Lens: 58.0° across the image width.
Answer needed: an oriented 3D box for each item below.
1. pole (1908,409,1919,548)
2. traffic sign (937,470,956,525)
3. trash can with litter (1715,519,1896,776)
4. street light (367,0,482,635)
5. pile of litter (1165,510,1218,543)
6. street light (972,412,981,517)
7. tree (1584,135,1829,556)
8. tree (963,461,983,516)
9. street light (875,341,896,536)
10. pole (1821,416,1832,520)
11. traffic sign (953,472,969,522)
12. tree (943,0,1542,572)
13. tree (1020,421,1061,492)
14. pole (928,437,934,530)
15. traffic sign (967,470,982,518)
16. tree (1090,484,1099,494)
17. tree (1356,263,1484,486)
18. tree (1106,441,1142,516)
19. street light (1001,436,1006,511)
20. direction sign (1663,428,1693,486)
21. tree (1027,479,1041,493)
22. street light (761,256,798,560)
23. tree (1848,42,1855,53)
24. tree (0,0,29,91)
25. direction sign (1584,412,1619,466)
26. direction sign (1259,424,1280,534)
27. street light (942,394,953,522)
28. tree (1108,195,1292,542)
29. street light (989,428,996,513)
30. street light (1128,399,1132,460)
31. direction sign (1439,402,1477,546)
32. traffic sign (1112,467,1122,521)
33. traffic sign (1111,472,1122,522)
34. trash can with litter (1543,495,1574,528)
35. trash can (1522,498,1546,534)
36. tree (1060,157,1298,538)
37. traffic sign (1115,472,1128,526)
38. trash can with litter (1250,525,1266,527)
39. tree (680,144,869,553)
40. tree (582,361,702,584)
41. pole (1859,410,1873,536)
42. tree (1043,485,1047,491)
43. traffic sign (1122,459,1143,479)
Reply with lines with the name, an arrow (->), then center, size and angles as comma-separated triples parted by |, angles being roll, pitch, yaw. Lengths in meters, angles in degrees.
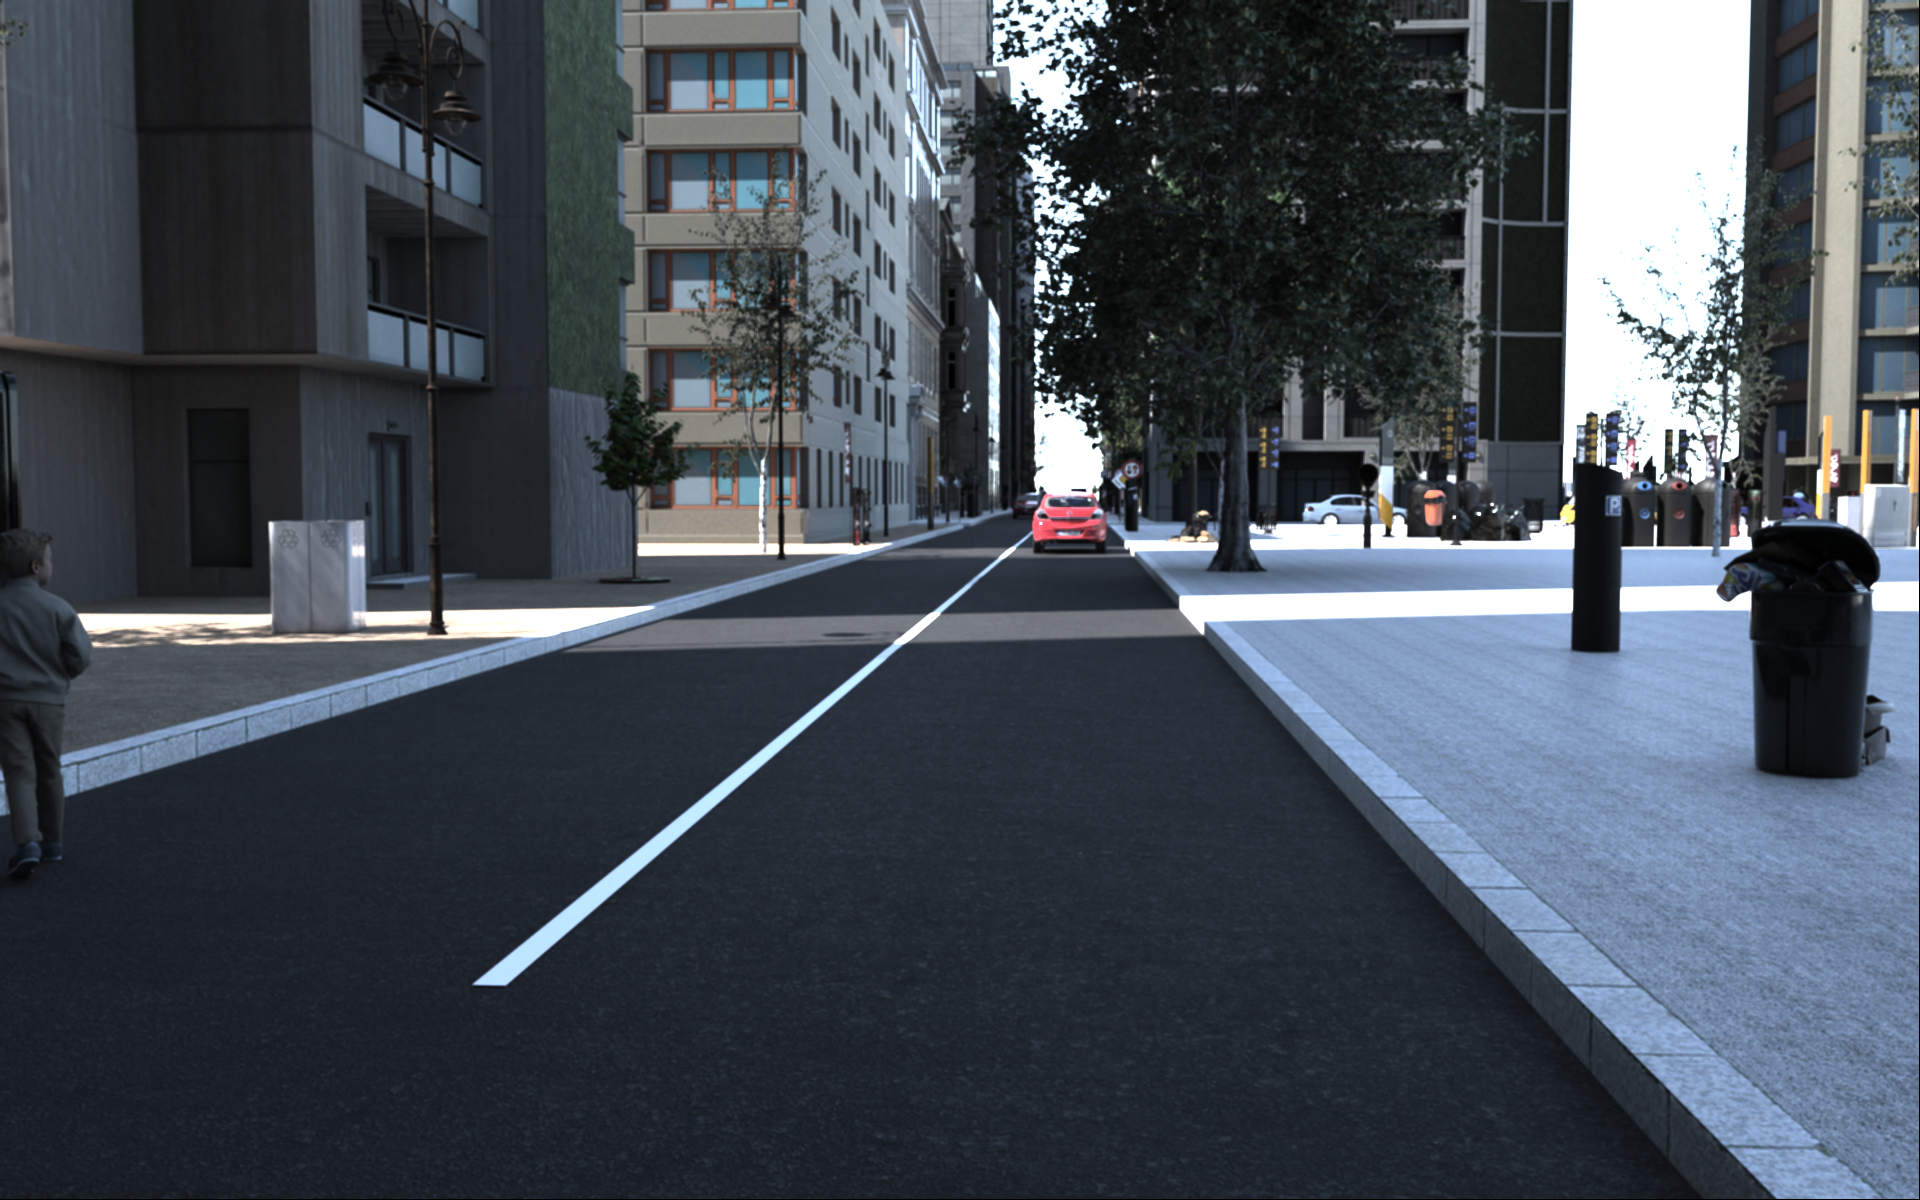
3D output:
pole -> 22.833, -2.911, 41.444 | 0.158, 3.312, 0.155 | 0, 3, 0
traffic sign -> -0.552, -4.110, 70.844 | 0.795, 2.450, 0.064 | 0, 4, 4
trash can with litter -> 4.034, 0.195, 8.193 | 0.624, 1.170, 1.055 | 3, 5, 39
street light -> -4.767, -2.619, 15.615 | 0.468, 5.910, 1.993 | 0, 4, 4
pile of litter -> 6.244, -1.925, 45.440 | 1.719, 0.858, 1.176 | 3, 5, 45
street light -> 0.928, -7.641, 97.726 | 0.468, 5.910, 1.993 | 0, 4, 4
tree -> 15.417, -5.213, 35.600 | 4.360, 8.622, 3.978 | 0, 3, 0
tree -> 0.521, -6.532, 101.394 | 1.663, 3.219, 1.824 | 0, 3, 0
street light -> -2.249, -4.880, 52.568 | 0.468, 5.910, 1.993 | 0, 4, 4
pole -> 22.698, -3.152, 45.386 | 0.158, 3.312, 0.155 | 0, 3, 0
traffic sign -> -0.008, -4.597, 78.810 | 0.795, 2.450, 0.064 | 0, 4, 4
tree -> 4.570, -6.833, 28.724 | 9.611, 12.733, 9.660 | 0, 3, 0
tree -> 9.080, -17.560, 221.513 | 8.767, 10.594, 7.601 | 1, 4, 17
pole -> -1.054, -4.179, 62.174 | 0.158, 3.312, 0.155 | 0, 3, 0
traffic sign -> 0.753, -5.584, 91.411 | 0.768, 2.556, 0.104 | 1, 4, 9
tree -> 21.169, -17.002, 272.591 | 1.663, 3.219, 1.824 | 0, 3, 0
tree -> 14.964, -6.457, 55.936 | 4.360, 8.622, 3.978 | 0, 3, 0
tree -> 10.185, -7.278, 102.701 | 4.285, 4.588, 4.351 | 0, 3, 0
street light -> 3.347, -9.876, 134.259 | 0.468, 5.910, 1.993 | 0, 4, 4
direction sign -> 24.669, -4.146, 59.779 | 0.876, 3.537, 0.379 | -1, 4, -12
tree -> 8.846, -13.572, 216.496 | 1.663, 3.219, 1.824 | 0, 3, 0
street light -> -3.502, -3.732, 33.804 | 0.468, 5.910, 1.993 | 0, 4, 4
tree -> 11.828, -4.171, 18.559 | 4.360, 8.622, 3.978 | 0, 3, 0
tree -> -10.368, -3.920, 14.460 | 4.360, 8.622, 3.978 | 0, 3, 0
direction sign -> 17.842, -3.439, 48.227 | 0.876, 3.537, 0.379 | 1, 4, 13
direction sign -> 9.987, -3.915, 56.013 | 0.379, 3.537, 0.876 | -3, 4, -37
street light -> -0.548, -6.497, 79.019 | 0.468, 5.910, 1.993 | 0, 4, 4
tree -> 5.799, -5.364, 38.059 | 4.737, 8.622, 4.395 | 0, 3, 0
street light -> 2.141, -8.763, 116.067 | 0.468, 5.910, 1.993 | 0, 4, 4
street light -> 7.748, -6.525, 79.479 | 0.468, 5.910, 1.993 | 0, 4, 4
direction sign -> 12.271, -3.103, 42.729 | 0.876, 3.537, 0.379 | 0, 4, 5
traffic sign -> 7.546, -4.985, 81.617 | 0.768, 2.556, 0.104 | 1, 4, 13
traffic sign -> 7.218, -4.566, 78.299 | 0.795, 2.450, 0.064 | 0, 4, 4
trash can with litter -> 23.516, -3.385, 66.395 | 2.233, 1.210, 1.678 | 1, 4, 14
trash can -> 18.710, -2.743, 56.497 | 0.748, 1.137, 0.748 | 0, 3, 0
tree -> 6.952, -7.637, 50.614 | 9.928, 11.665, 9.643 | 0, 3, 0
traffic sign -> 6.674, -4.079, 70.332 | 0.795, 2.450, 0.064 | 0, 4, 4
trash can with litter -> 11.094, -3.482, 67.990 | 2.233, 1.210, 1.678 | 0, 4, -8
tree -> -4.176, -5.331, 37.518 | 4.360, 8.622, 3.978 | 0, 3, 0
tree -> -4.812, -1.861, 25.026 | 1.663, 3.219, 1.824 | 0, 3, 0
pole -> 22.035, -2.953, 42.132 | 0.158, 3.312, 0.155 | 0, 3, 0
tree -> 13.273, -17.780, 285.295 | 1.663, 3.219, 1.824 | 0, 3, 0
traffic sign -> 6.307, -3.880, 63.536 | 0.768, 2.556, 0.104 | 0, 4, 4
